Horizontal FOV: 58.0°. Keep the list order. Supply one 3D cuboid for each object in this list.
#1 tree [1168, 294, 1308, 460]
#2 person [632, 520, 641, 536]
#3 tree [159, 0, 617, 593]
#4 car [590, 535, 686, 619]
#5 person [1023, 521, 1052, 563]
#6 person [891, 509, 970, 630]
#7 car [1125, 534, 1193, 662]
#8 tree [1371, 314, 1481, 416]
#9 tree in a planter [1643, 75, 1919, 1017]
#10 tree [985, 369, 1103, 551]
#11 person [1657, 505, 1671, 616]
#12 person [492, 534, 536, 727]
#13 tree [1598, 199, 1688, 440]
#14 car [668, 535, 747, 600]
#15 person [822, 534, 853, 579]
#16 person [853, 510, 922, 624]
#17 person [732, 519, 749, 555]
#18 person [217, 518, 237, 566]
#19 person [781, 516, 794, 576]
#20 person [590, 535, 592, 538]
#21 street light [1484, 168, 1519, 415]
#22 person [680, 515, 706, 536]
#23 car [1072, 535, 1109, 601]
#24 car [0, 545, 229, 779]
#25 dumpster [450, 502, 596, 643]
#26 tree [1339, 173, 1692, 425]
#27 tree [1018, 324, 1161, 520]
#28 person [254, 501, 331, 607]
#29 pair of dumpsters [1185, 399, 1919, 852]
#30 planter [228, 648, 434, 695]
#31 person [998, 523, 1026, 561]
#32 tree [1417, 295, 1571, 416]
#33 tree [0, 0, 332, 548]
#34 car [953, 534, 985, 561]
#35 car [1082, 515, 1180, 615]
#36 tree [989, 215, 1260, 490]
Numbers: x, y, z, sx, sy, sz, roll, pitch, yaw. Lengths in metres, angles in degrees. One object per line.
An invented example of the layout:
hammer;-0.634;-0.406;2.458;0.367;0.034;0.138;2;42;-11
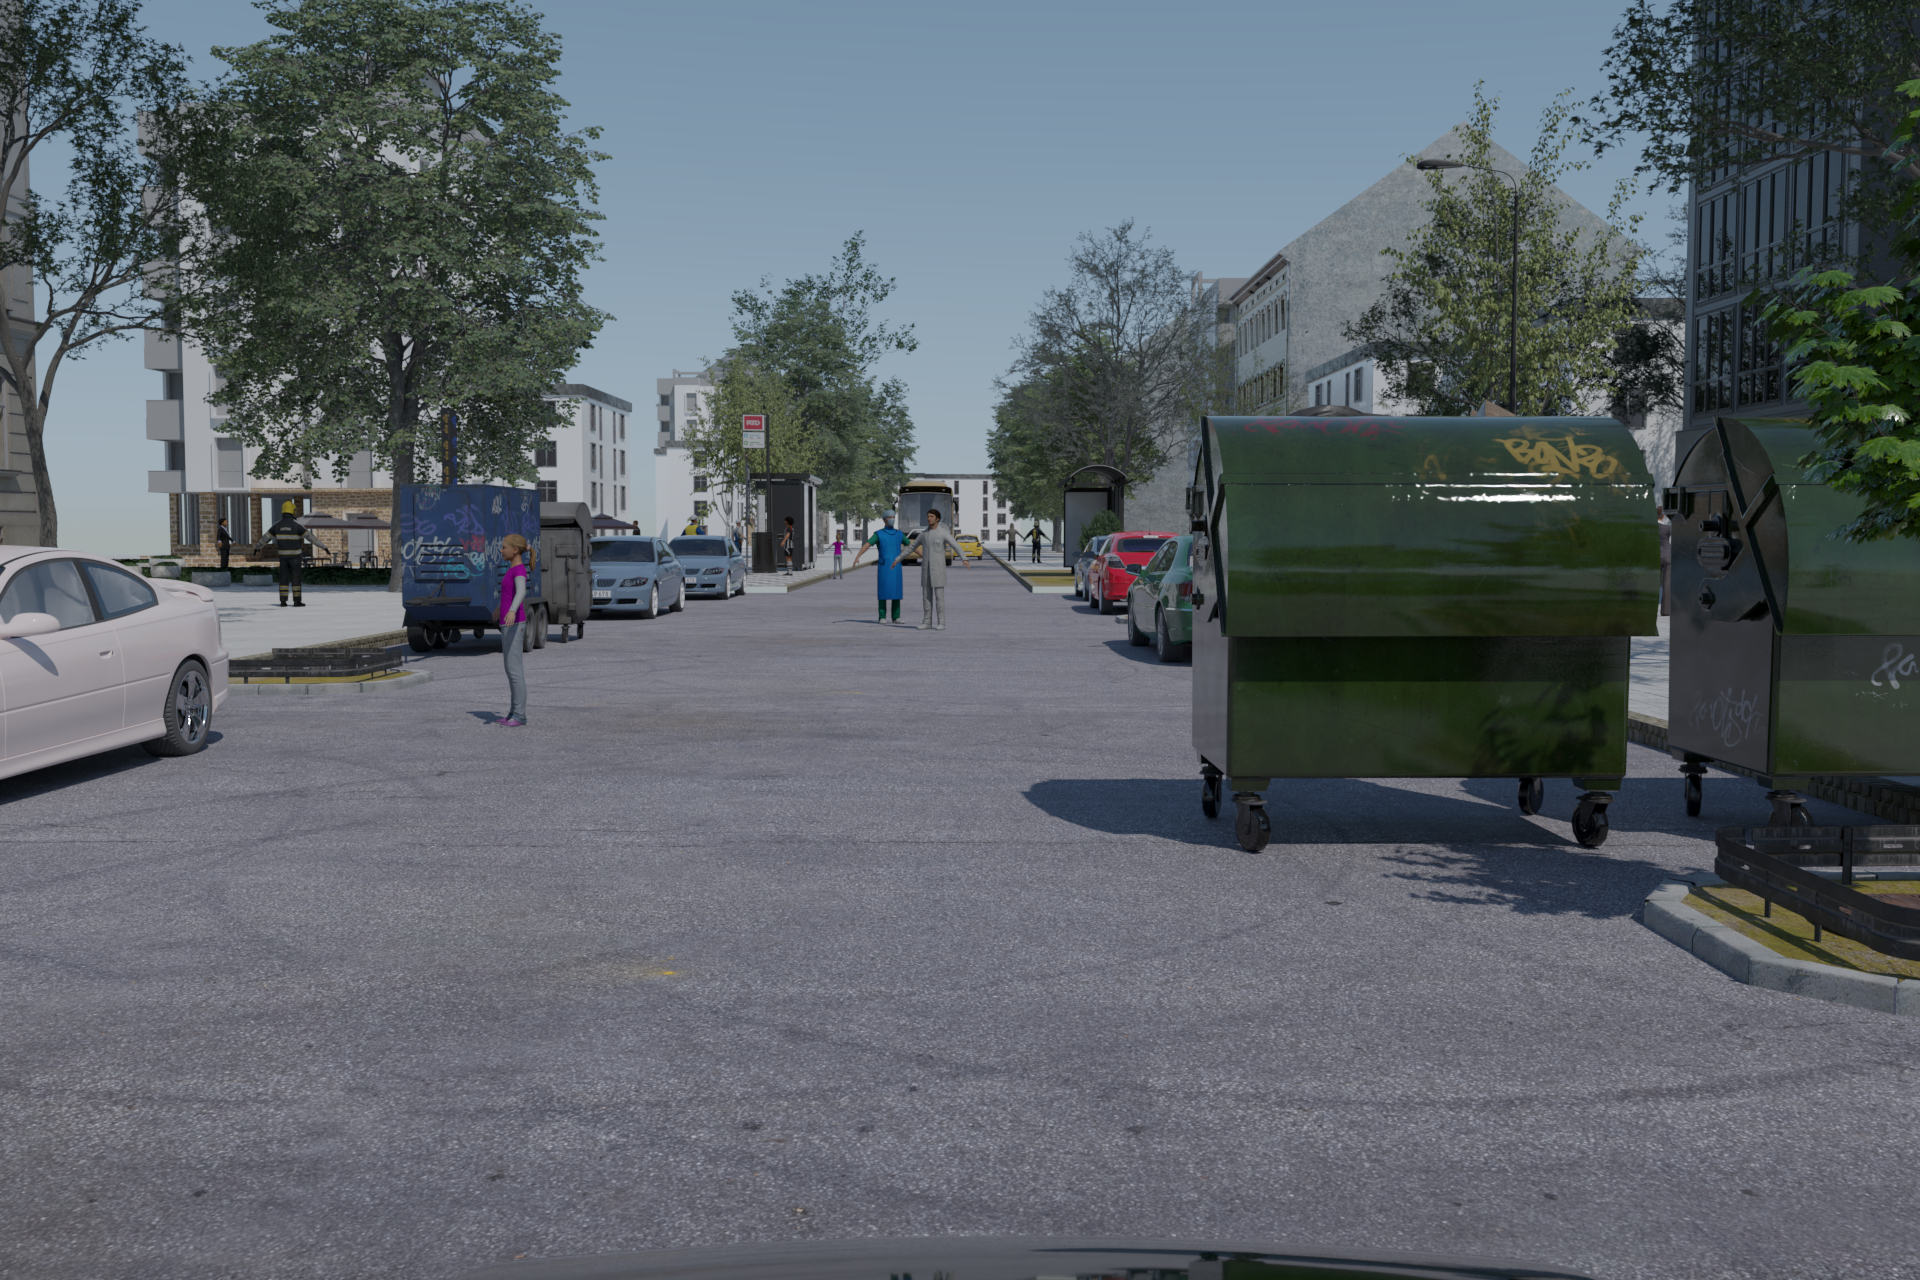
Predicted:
tree;8.010;-6.308;53.503;4.360;8.622;3.978;0;3;0
person;-12.270;-3.622;65.451;0.704;1.802;1.346;0;4;5
tree;-12.180;-8.025;37.870;9.857;13.997;8.962;0;3;0
car;-5.984;-1.142;30.667;2.014;1.417;4.499;0;4;0
person;3.392;-4.339;76.723;1.354;1.856;0.705;2;4;24
person;-0.411;-1.056;25.902;1.347;1.806;0.705;2;4;29
car;3.110;-0.549;20.769;2.131;1.459;4.920;0;4;-1
tree;16.038;-6.560;57.610;4.360;8.622;3.978;0;3;0
tree in a planter;3.502;-0.529;5.875;1.991;3.239;1.994;0;4;1
tree;6.974;-13.507;127.500;9.857;13.997;8.962;0;3;0
person;11.086;-1.239;27.105;0.742;1.727;0.445;0;4;6
person;-3.396;-0.075;12.942;0.599;1.433;0.991;-1;4;-20
tree;24.998;-8.900;55.890;12.009;13.543;11.850;0;3;0
car;-5.888;-1.664;39.210;2.014;1.417;4.499;0;4;0
person;-3.876;-2.635;54.804;0.991;1.433;0.599;-1;4;-15
person;-1.107;-1.162;27.575;1.347;1.817;0.704;-2;4;-26
person;-8.400;-3.669;65.849;0.705;1.847;1.347;-2;4;-32
person;-20.991;-2.623;49.604;0.721;1.740;1.216;0;4;-3
person;-5.300;-2.885;53.310;0.704;1.843;1.345;0;4;3
person;-17.870;-4.613;81.563;1.346;1.812;0.704;-2;4;-29
street light;7.431;-2.999;21.583;1.470;5.913;1.316;0;4;0
person;-7.532;-2.641;49.152;1.349;1.833;0.705;2;4;31
car;3.510;-1.611;38.336;2.014;1.417;4.499;0;3;0
car;-5.895;0.151;9.895;2.083;1.381;4.827;0;4;0
dumpster;-5.898;-0.914;23.167;1.865;1.857;1.264;0;3;0
tree;14.018;-6.696;43.900;8.767;10.594;7.601;0;4;8
tree;6.901;-10.667;92.526;7.486;12.596;7.792;0;3;0
person;-11.781;-1.511;30.476;1.351;1.858;0.704;0;3;0
pair of dumpsters;3.314;-0.205;8.295;4.436;2.255;1.574;0;4;-1
planter;-6.134;0.289;16.420;1.991;0.319;1.994;0;4;1
person;2.438;-4.598;81.313;1.348;1.813;0.705;0;4;2
tree;15.439;-6.152;50.955;4.737;8.622;4.395;0;3;0
tree;-12.192;-5.404;22.768;7.601;10.594;8.767;2;4;31
car;0.360;-5.197;95.191;2.015;1.641;3.980;0;4;0
car;3.387;-1.422;32.286;2.155;1.783;4.494;0;4;0
tree;6.165;-9.623;67.708;12.009;13.543;11.850;0;3;0
